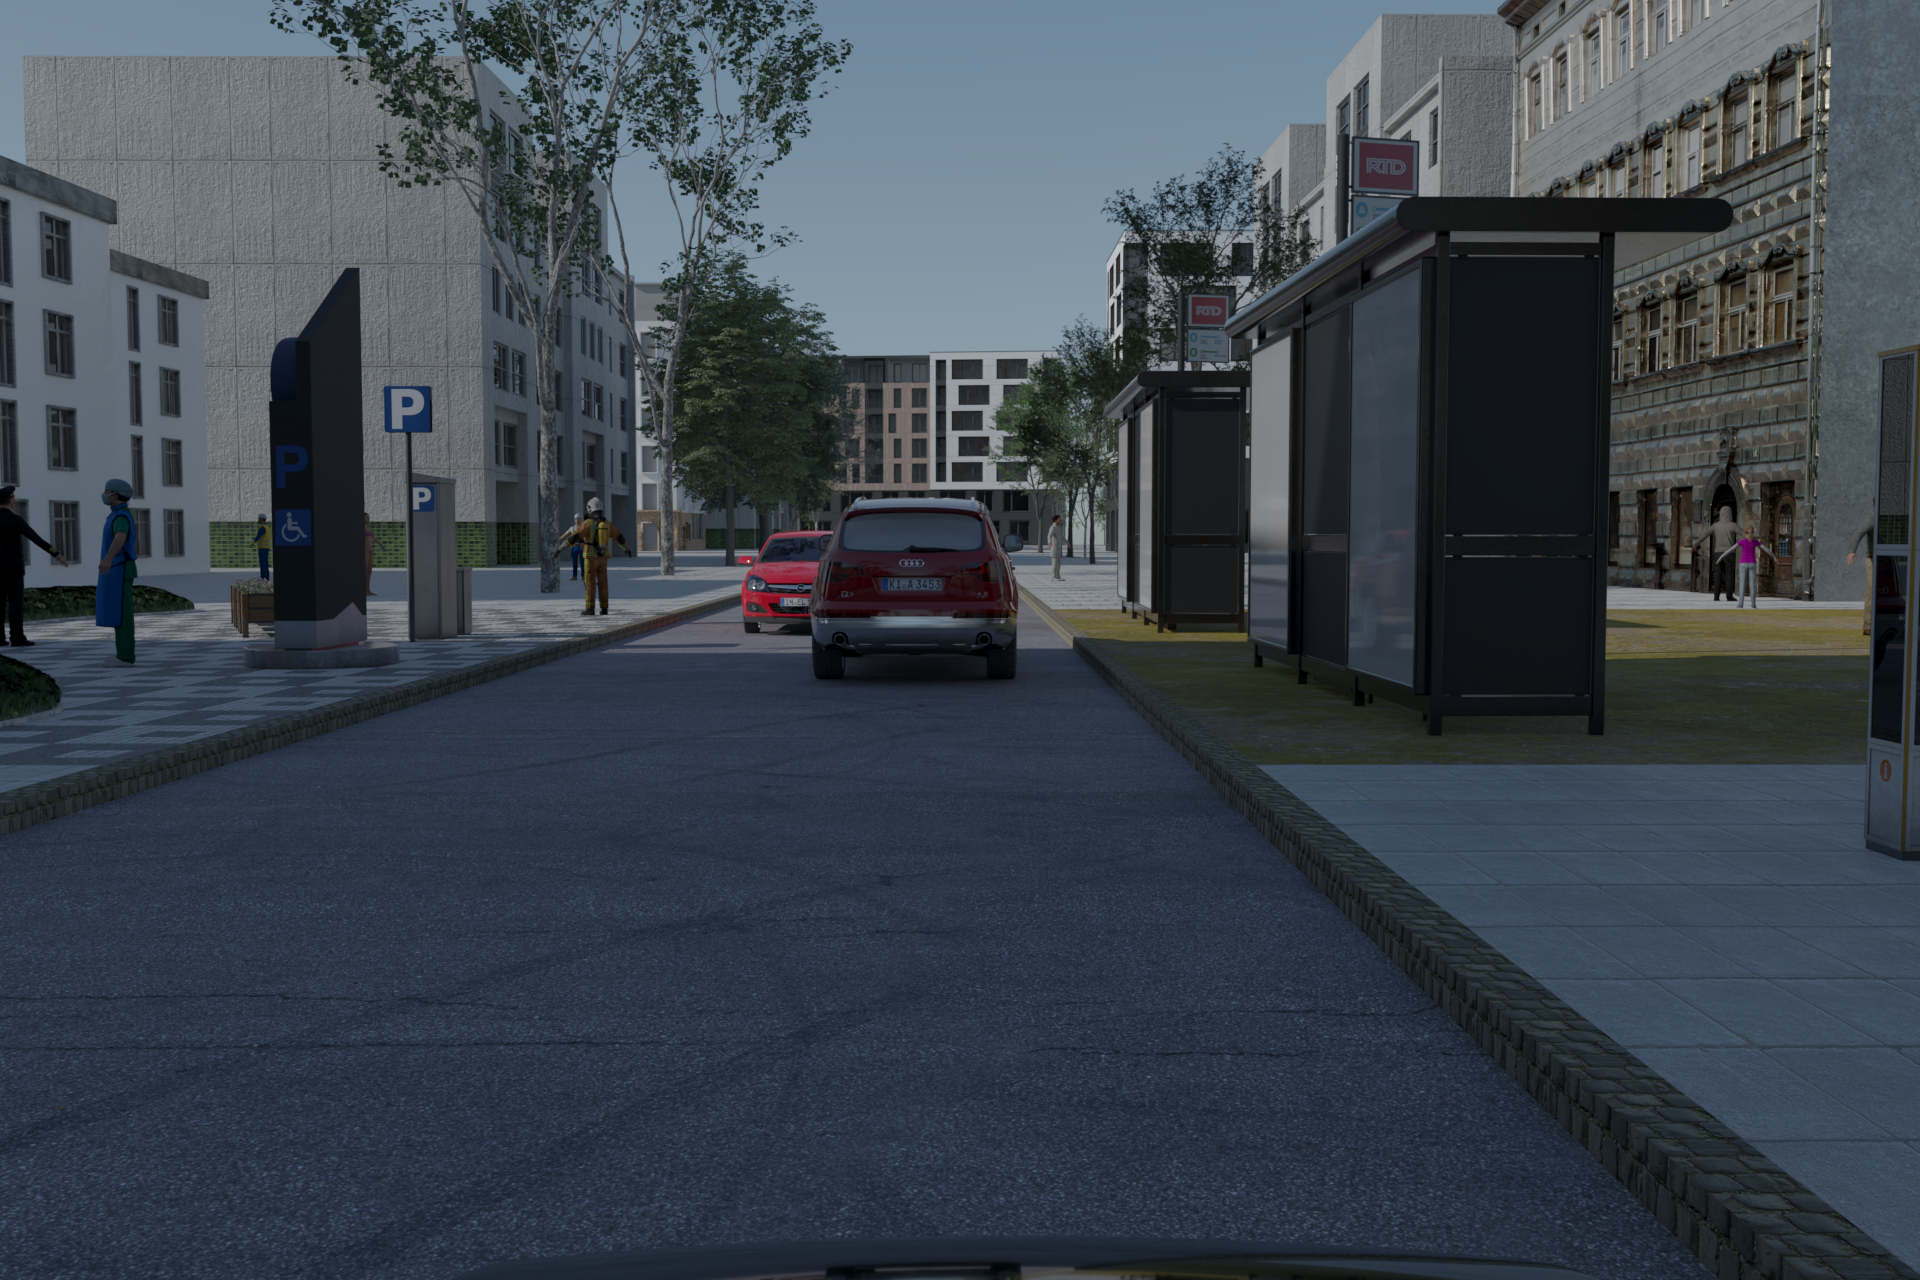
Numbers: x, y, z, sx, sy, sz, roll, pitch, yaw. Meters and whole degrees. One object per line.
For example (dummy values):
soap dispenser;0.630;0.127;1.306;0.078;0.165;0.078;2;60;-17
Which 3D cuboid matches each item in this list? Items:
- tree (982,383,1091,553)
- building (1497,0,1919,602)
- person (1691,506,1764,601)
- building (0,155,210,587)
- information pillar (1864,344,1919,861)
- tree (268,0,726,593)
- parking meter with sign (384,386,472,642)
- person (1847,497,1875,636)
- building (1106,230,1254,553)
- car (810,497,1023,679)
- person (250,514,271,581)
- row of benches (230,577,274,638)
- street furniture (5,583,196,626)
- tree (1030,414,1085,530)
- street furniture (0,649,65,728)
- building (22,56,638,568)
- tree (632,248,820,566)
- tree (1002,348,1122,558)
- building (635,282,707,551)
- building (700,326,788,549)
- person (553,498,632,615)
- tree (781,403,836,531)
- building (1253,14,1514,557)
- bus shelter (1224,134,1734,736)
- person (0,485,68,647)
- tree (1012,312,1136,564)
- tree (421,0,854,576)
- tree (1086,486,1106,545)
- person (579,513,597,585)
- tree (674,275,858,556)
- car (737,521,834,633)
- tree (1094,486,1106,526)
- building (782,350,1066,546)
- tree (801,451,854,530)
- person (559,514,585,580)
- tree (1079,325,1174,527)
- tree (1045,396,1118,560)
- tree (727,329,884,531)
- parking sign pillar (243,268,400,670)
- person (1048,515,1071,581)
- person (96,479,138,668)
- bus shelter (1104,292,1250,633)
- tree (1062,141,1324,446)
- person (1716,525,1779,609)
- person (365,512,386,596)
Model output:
tree;5.345;-11.609;115.570;9.928;11.665;9.643;0;3;0
building;25.266;-12.860;41.184;19.493;23.208;18.063;0;4;0
person;14.629;-1.649;33.097;1.348;1.813;0.705;3;5;42
building;-25.738;-6.212;43.718;9.099;9.664;28.070;0;3;0
information pillar;3.842;-0.146;6.876;0.304;2.012;0.304;0;4;0
tree;-10.359;-11.131;37.879;12.611;20.169;13.585;0;3;0
parking meter with sign;-6.473;-1.530;21.284;0.543;3.016;1.738;0;4;2
person;11.642;-0.955;21.884;1.348;1.796;0.705;-2;4;-24
building;24.932;-17.666;132.807;27.936;21.610;32.646;0;3;0
car;-0.437;-0.611;18.661;2.281;1.827;5.304;0;4;0
person;-18.883;-2.501;46.866;0.705;1.833;1.349;0;4;-4
row of benches;-9.428;-0.483;23.361;1.422;0.672;4.104;-2;4;-24
street furniture;-15.303;-0.563;24.828;5.734;0.657;10.072;0;4;6
tree;5.696;-9.382;103.757;4.360;8.622;3.978;0;3;0
street furniture;-8.855;0.359;9.759;5.734;0.657;10.072;-1;4;-11
building;-26.269;-13.073;80.193;16.747;18.905;31.486;0;4;0
tree;-9.677;-9.264;69.597;7.486;12.596;7.792;0;3;0
tree;6.203;-10.328;94.625;9.928;11.665;9.643;0;3;0
building;-25.998;-16.824;131.486;16.016;20.090;11.380;0;4;-1
building;-26.089;-18.136;162.979;16.747;18.905;31.486;0;4;0
person;-5.778;-1.325;27.440;1.354;1.858;0.705;-3;5;-39
tree;-9.022;-8.831;94.747;4.737;8.622;4.395;0;3;0
building;22.601;-12.314;67.789;16.747;18.905;31.486;0;4;-1
bus shelter;3.668;-2.294;15.135;2.179;5.291;8.768;0;4;-2
person;-10.879;-0.848;19.807;1.347;1.837;0.705;0;4;8
tree;5.408;-8.533;73.927;7.601;10.594;8.767;-3;5;-39
tree;-10.069;-12.129;54.204;12.611;20.169;13.585;0;3;0
tree;17.633;-15.757;207.988;4.360;8.622;3.978;0;3;0
person;-9.301;-2.288;43.589;0.705;1.806;1.347;1;4;12
tree;-9.623;-10.854;84.126;9.857;13.997;8.962;0;3;0
car;-2.258;-1.061;26.390;2.155;1.783;4.494;0;4;-1
tree;17.161;-15.463;203.186;4.737;8.622;4.395;0;3;0
building;-4.021;-22.044;206.847;32.646;21.610;27.936;0;4;6
tree;-9.667;-10.008;113.991;4.360;8.622;3.978;0;3;0
person;-10.571;-2.576;47.968;1.347;1.847;0.705;0;4;4
tree;5.707;-6.655;59.173;4.360;8.622;3.978;0;3;0
tree;6.264;-8.327;86.504;4.360;8.622;3.978;0;3;0
tree;-9.693;-11.862;104.315;12.009;13.543;11.850;0;3;0
parking sign pillar;-6.289;-1.744;16.982;1.447;3.967;1.447;0;4;2
person;2.664;-2.514;47.287;0.705;1.806;1.347;2;4;27
person;-8.181;-0.653;16.796;0.704;1.817;1.347;-1;4;-23
bus shelter;3.403;-2.990;26.524;2.179;5.291;8.768;0;4;1
tree;6.074;-6.489;40.510;7.601;10.594;8.767;-3;5;-41
person;13.591;-1.261;29.885;0.991;1.433;0.599;1;4;16
person;-12.292;-1.789;36.053;0.721;1.733;1.217;1;4;8
